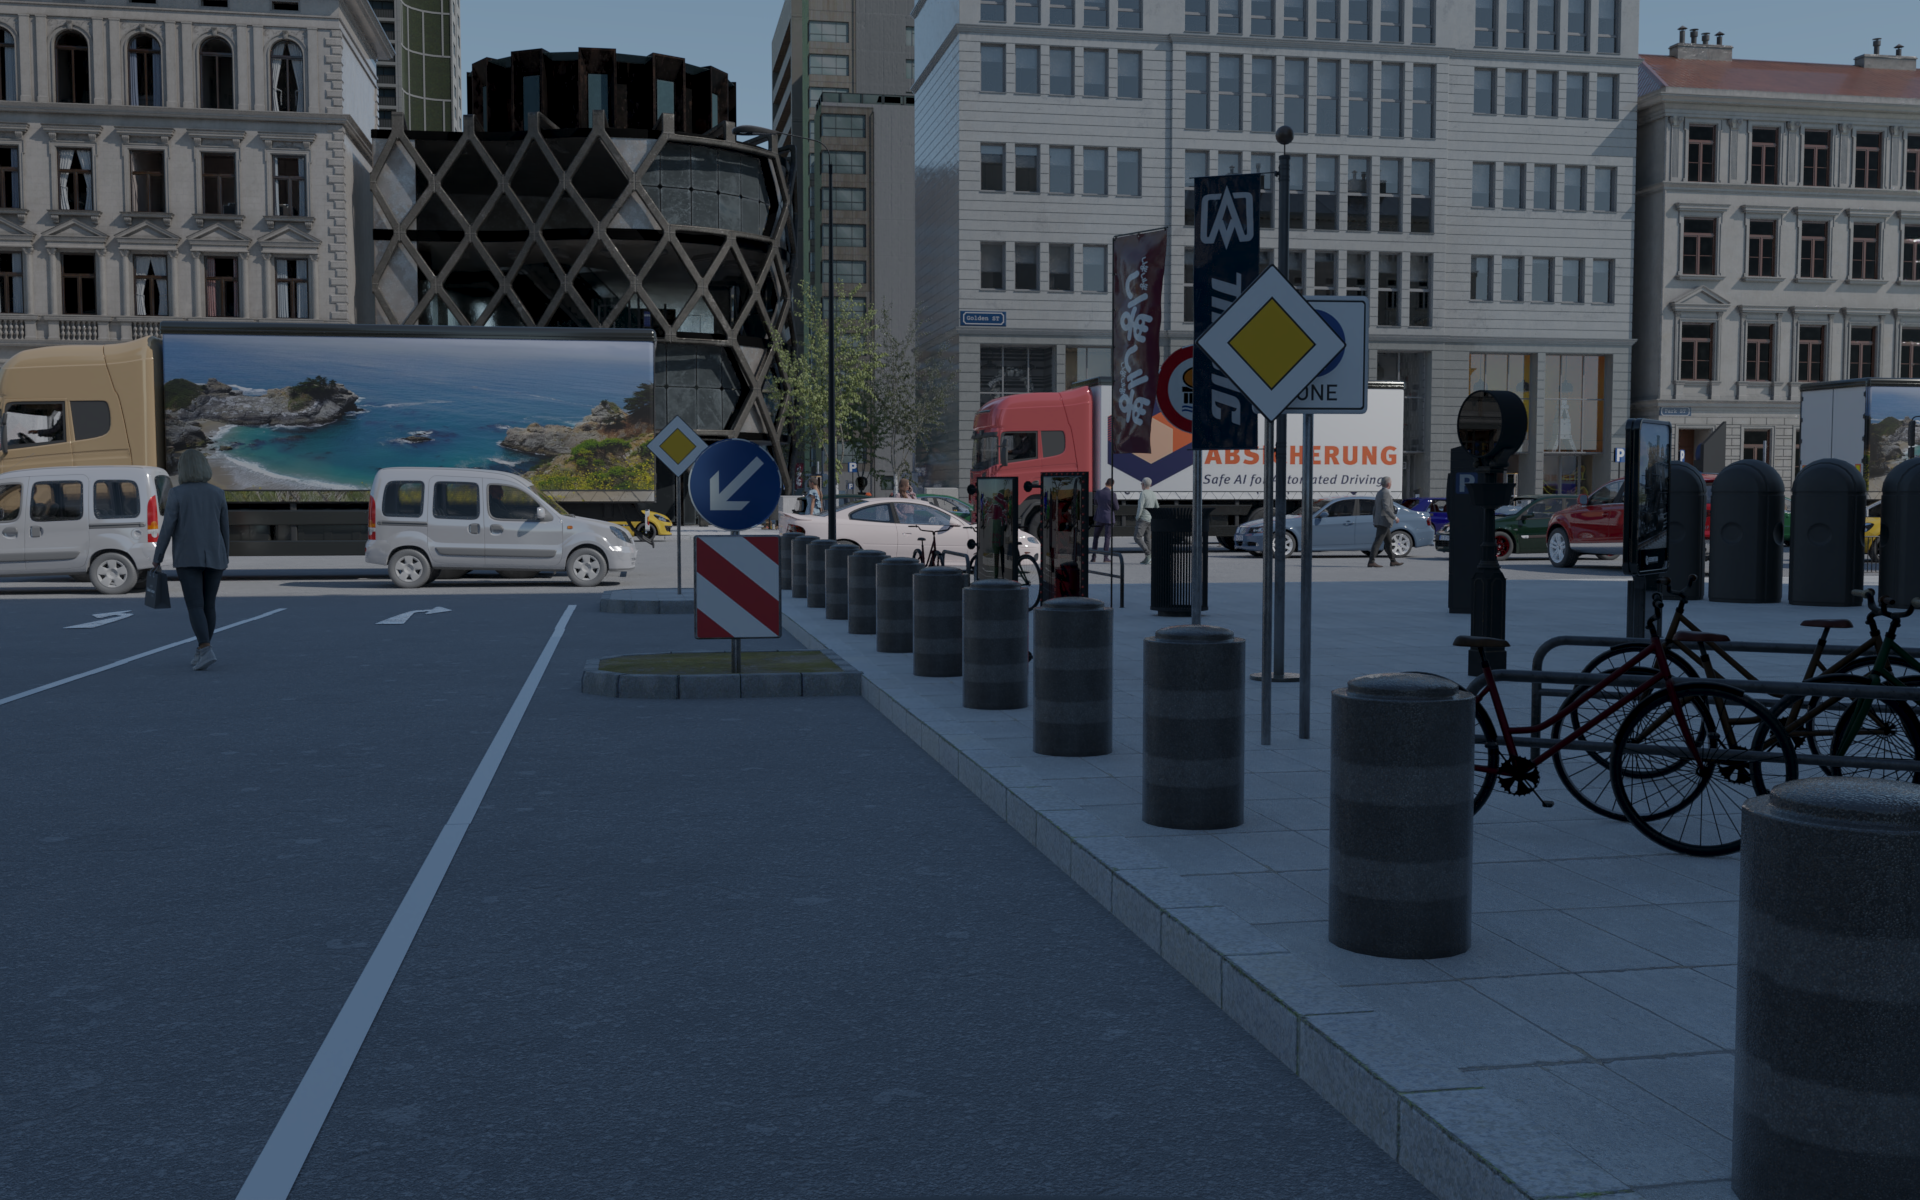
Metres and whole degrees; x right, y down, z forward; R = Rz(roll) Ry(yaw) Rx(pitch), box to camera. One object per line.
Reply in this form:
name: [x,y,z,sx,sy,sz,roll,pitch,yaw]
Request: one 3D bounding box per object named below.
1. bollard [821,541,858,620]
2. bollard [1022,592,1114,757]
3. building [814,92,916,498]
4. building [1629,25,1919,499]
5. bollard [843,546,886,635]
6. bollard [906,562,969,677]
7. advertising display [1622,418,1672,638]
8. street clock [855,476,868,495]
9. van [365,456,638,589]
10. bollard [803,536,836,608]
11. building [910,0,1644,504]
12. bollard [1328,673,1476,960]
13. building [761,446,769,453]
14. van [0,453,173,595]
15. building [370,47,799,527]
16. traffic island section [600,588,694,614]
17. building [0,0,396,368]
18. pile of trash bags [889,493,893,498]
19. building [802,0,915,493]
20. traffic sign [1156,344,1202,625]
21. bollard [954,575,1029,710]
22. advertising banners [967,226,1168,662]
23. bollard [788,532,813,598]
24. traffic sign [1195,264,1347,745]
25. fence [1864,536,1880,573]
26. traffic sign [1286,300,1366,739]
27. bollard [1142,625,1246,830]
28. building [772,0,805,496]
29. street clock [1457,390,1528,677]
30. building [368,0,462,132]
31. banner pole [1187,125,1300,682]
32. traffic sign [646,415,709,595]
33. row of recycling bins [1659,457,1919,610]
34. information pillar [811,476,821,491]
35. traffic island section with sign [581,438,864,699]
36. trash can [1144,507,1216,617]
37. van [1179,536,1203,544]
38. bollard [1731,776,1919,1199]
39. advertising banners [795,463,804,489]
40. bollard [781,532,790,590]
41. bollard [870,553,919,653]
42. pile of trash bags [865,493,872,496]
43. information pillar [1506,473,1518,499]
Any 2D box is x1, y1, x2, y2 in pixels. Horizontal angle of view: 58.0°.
bollard: [-1.186,-0.190,17.830,0.404,0.777,0.398,0,3,0]
bollard: [0.563,0.373,8.621,0.404,0.777,0.398,0,3,0]
building: [-4.010,-21.855,129.029,14.160,30.474,14.107,-1,4,-11]
building: [38.652,-14.950,80.587,21.152,22.565,11.583,-1,4,-11]
bollard: [-0.834,-0.077,15.972,0.404,0.777,0.398,0,3,0]
bollard: [-0.134,0.148,12.292,0.404,0.777,0.398,0,3,0]
advertising display: [5.988,-0.605,15.100,0.123,1.923,0.974,3,4,37]
street clock: [-4.047,-4.078,71.242,0.471,2.002,0.358,2,4,29]
van: [-7.154,-1.235,27.198,4.112,2.044,2.013,-1,4,-10]
bollard: [-1.539,-0.303,19.665,0.404,0.777,0.398,0,3,0]
building: [13.431,-18.296,76.626,29.804,29.767,11.434,-1,4,-11]
bollard: [1.258,0.598,4.946,0.404,0.777,0.398,0,3,0]
building: [-37.516,-35.420,233.741,28.867,44.769,22.147,-1,4,-11]
van: [-13.550,-1.106,25.095,4.112,2.044,2.013,-1,4,-12]
building: [-15.473,-12.649,74.256,16.811,18.784,16.820,-1,4,-11]
traffic island section: [-3.568,0.008,22.157,2.009,0.180,2.903,-1,4,-11]
building: [-32.893,-14.586,67.355,19.941,23.489,11.050,-1,4,-11]
pile of trash bags: [-3.489,-5.620,101.632,1.912,1.369,3.447,-1,4,-20]
building: [-6.045,-28.076,142.637,14.154,41.232,14.086,-1,4,-11]
traffic sign: [2.025,-0.897,14.776,0.768,2.556,0.104,0,4,-5]
bollard: [0.215,0.261,10.456,0.404,0.777,0.398,0,3,0]
advertising banners: [0.719,-0.981,12.222,0.090,3.025,2.074,-3,4,-38]
bollard: [-1.889,-0.415,21.504,0.404,0.777,0.398,0,3,0]
traffic sign: [1.563,-0.465,8.792,0.795,2.450,0.064,-1,4,-10]
fence: [13.107,-0.571,24.716,2.069,0.683,0.278,-1,4,-12]
traffic sign: [1.808,-0.422,9.022,0.606,2.300,0.079,0,4,-6]
bollard: [0.916,0.485,6.782,0.404,0.777,0.398,0,3,0]
building: [-5.860,-32.859,160.951,21.300,48.544,21.600,-1,4,-11]
street clock: [3.710,-0.462,12.130,0.358,2.002,0.471,-2,4,-24]
building: [-76.061,-48.139,225.329,20.611,71.187,20.563,-1,4,-11]
banner pole: [1.992,-1.342,11.961,0.863,3.779,0.401,1,4,21]
traffic sign: [-3.590,-1.127,22.076,0.795,2.450,0.064,-1,4,-11]
row of recycling bins: [9.762,-0.810,20.358,3.534,1.692,1.069,3,4,39]
information pillar: [-5.886,-4.060,70.878,0.304,2.012,0.304,2,4,32]
traffic island section with sign: [-1.841,-0.272,13.074,1.989,1.847,2.006,-1,4,-11]
trash can: [2.315,-0.404,18.266,0.748,1.137,0.748,0,3,0]
van: [7.699,-2.635,50.088,4.112,2.044,2.013,-1,4,-12]
bollard: [1.614,0.710,3.111,0.404,0.777,0.398,0,3,0]
advertising banners: [-9.751,-6.197,97.506,2.074,3.025,0.090,1,4,18]
bollard: [-2.236,-0.527,23.340,0.404,0.777,0.398,0,3,0]
bollard: [-0.484,0.035,14.137,0.404,0.777,0.398,0,3,0]
pile of trash bags: [-6.005,-6.035,108.420,1.912,1.369,3.447,-1,4,-14]
information pillar: [19.464,-3.464,61.129,0.304,2.012,0.304,2,4,33]
